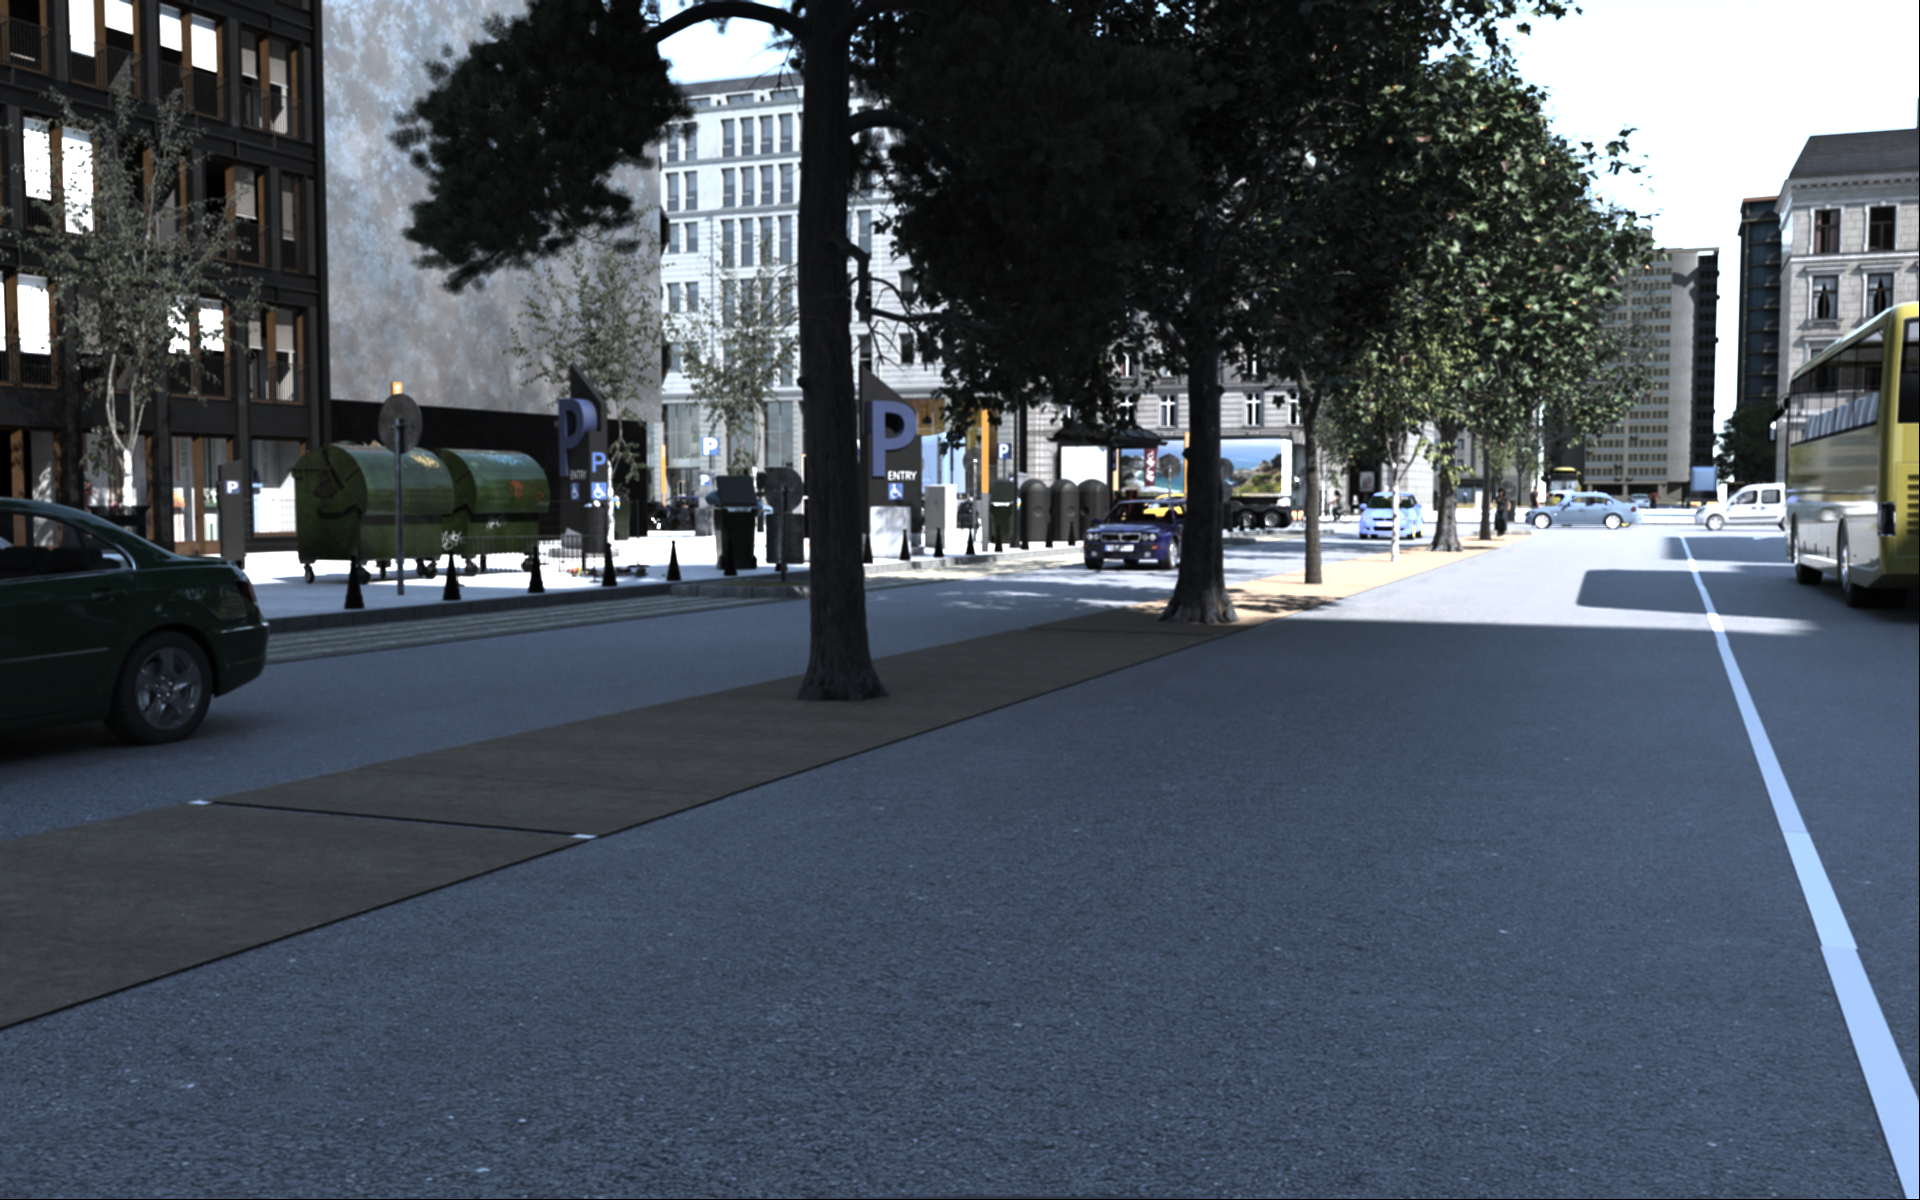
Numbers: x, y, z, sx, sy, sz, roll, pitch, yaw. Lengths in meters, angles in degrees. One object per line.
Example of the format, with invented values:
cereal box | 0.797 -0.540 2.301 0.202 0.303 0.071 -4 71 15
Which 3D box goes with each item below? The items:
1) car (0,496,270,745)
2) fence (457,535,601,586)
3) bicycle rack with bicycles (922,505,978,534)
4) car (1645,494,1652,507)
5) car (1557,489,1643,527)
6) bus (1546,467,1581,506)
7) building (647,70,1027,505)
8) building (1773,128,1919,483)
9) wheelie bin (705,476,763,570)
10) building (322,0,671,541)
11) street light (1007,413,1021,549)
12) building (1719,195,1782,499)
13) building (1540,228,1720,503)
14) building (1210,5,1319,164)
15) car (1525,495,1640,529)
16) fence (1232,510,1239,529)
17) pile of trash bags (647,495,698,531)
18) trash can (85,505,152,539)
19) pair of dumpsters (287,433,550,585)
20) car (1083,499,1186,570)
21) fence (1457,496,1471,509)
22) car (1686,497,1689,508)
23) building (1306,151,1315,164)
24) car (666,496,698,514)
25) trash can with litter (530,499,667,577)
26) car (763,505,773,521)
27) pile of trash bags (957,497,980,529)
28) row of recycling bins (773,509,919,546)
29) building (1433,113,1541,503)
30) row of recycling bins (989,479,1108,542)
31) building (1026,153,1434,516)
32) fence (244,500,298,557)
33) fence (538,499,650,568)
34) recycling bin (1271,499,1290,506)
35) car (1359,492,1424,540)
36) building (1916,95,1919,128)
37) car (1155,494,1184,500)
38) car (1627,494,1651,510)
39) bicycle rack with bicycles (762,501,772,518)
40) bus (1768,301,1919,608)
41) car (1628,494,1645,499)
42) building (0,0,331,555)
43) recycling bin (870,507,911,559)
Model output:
car | -5.877 0.171 9.006 2.131 1.459 4.920 1 4 22
fence | -6.159 -0.569 24.671 2.069 0.683 0.278 -2 4 -31
bicycle rack with bicycles | -0.663 -2.599 55.871 2.852 0.926 2.925 -1 4 -22
car | 74.461 -10.997 188.590 1.959 1.807 4.718 1 4 21
car | 27.992 -4.058 75.931 3.694 1.707 1.945 1 4 21
bus | 56.629 -10.431 162.100 2.896 3.916 12.252 1 4 21
building | -8.523 -20.718 116.236 29.804 29.767 11.434 1 4 22
building | 46.499 -14.911 94.703 40.483 20.767 10.553 1 4 22
wheelie bin | -3.883 -1.327 29.611 0.980 1.594 0.693 -1 4 -22
building | -19.108 -11.169 50.071 16.811 18.784 16.820 1 4 22
street light | 1.806 -4.158 40.520 1.470 5.913 1.316 1 4 22
building | 122.200 -35.899 241.565 28.867 44.769 22.147 1 4 22
building | 99.423 -34.566 257.039 23.993 40.220 32.217 1 4 22
building | 39.141 -46.387 196.673 20.611 71.187 20.563 1 4 22
car | 25.767 -3.657 71.800 4.499 1.417 2.014 1 4 22
fence | 9.274 -2.980 64.099 2.069 0.683 0.278 0 4 -7
pile of trash bags | -10.422 -3.133 60.977 3.447 1.369 1.912 3 5 41
trash can | -10.375 -0.596 21.392 0.748 1.137 0.748 0 3 0
pair of dumpsters | -8.199 -1.470 26.529 1.574 2.255 4.437 1 4 22
car | 3.696 -1.312 34.037 1.945 1.354 3.894 1 4 22
fence | 40.407 -7.871 139.890 0.480 1.192 2.264 -3 5 -45
car | 77.761 -10.654 182.991 1.959 1.807 4.718 1 4 21
building | 21.519 -29.245 170.031 32.217 40.220 23.993 1 4 22
car | -12.497 -3.961 77.340 3.894 1.354 1.945 1 4 20
trash can with litter | -5.529 -0.984 27.151 2.233 1.210 1.678 2 4 34
car | -10.979 -4.459 84.904 4.499 1.417 2.014 1 4 22
pile of trash bags | -0.907 -3.358 64.660 3.447 1.369 1.912 1 4 8
row of recycling bins | -2.748 -2.122 41.801 3.534 1.692 1.069 0 4 -3
building | 72.704 -43.977 261.027 28.212 58.520 21.231 1 4 22
row of recycling bins | 2.399 -2.421 46.699 3.534 1.692 1.069 -2 4 -24
building | 17.034 -16.272 107.851 24.055 21.916 13.314 1 4 22
fence | -13.870 -1.525 36.136 2.264 1.192 0.480 -2 4 -28
fence | -6.633 -1.199 30.812 2.264 1.192 0.480 1 4 21
recycling bin | 16.125 -4.561 87.131 0.722 1.027 0.722 -1 4 -13
car | 13.828 -2.804 55.444 1.945 1.707 3.694 1 4 21
building | 103.501 -30.027 174.542 14.154 41.232 14.086 1 4 22
car | 8.171 -3.544 68.171 3.980 1.641 2.015 1 4 22
car | 60.050 -8.631 153.119 2.014 1.417 4.499 1 4 21
bicycle rack with bicycles | -11.584 -5.755 107.474 2.925 0.926 2.852 -2 4 -34
bus | 13.362 -1.994 24.144 2.896 3.916 12.252 1 4 20
car | 68.668 -10.193 175.454 1.959 1.807 4.718 1 4 21
building | -22.988 -12.489 33.881 12.332 23.373 15.834 1 4 22
recycling bin | -1.394 -1.354 34.693 0.722 1.027 0.722 1 4 9
